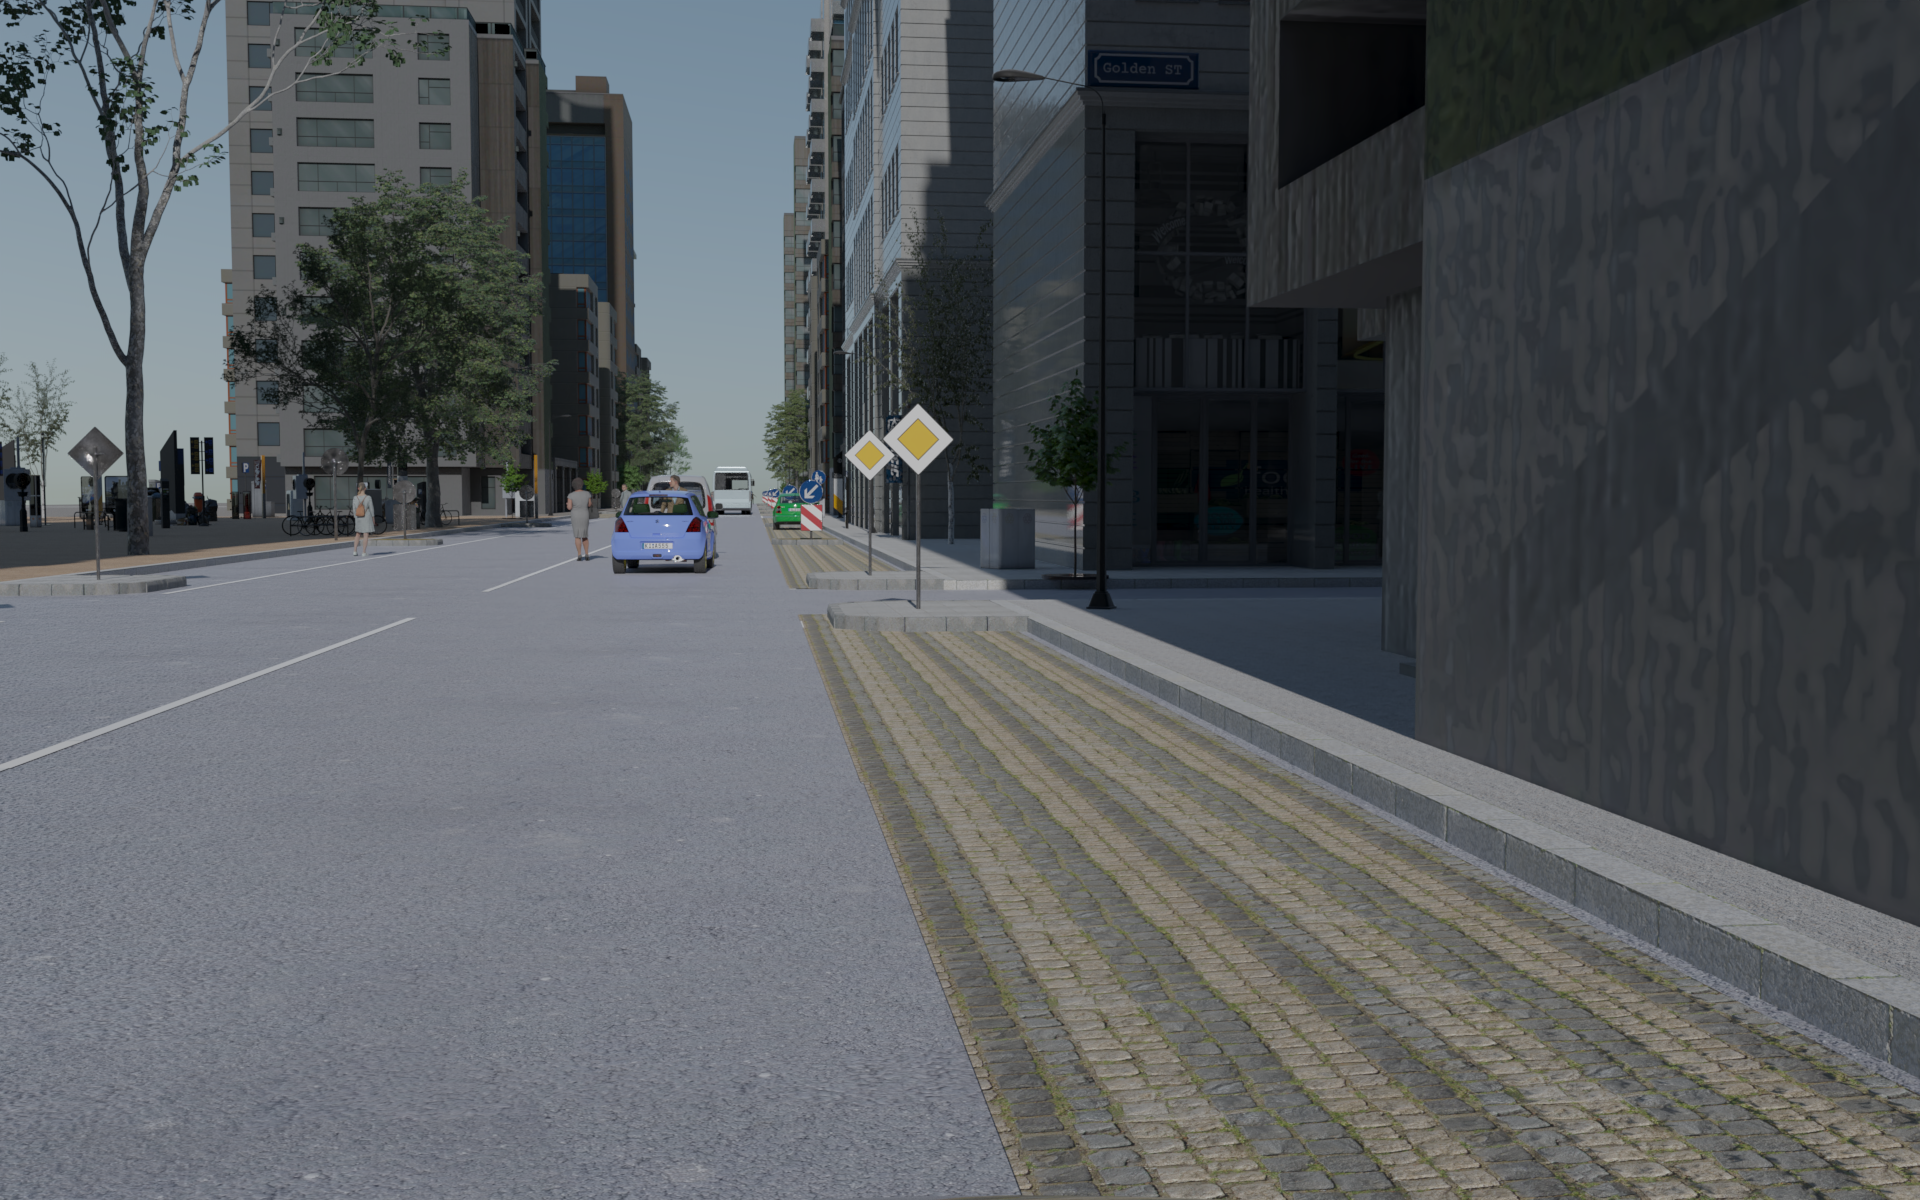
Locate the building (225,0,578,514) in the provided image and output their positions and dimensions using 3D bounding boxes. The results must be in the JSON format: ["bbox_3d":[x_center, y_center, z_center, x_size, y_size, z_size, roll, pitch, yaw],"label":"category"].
[{"bbox_3d":[-38.373,-41.857,122.614,20.563,71.187,20.611,0,4,-7],"label":"building"}]

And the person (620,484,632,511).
[{"bbox_3d":[-12.564,-3.448,64.969,0.635,1.810,0.391,2,4,34],"label":"person"}]

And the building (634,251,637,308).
[{"bbox_3d":[-57.426,-33.360,237.320,32.217,40.220,23.993,0,4,-7],"label":"building"}]

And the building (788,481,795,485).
[{"bbox_3d":[-7.251,-33.288,236.132,32.217,40.220,23.993,0,4,-7],"label":"building"}]

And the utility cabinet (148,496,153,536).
[{"bbox_3d":[-24.959,-2.552,52.892,0.306,1.237,1.020,-3,5,-40],"label":"utility cabinet"}]

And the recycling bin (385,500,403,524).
[{"bbox_3d":[-24.449,-3.824,75.068,0.722,1.027,0.722,0,4,0],"label":"recycling bin"}]

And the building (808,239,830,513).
[{"bbox_3d":[2.626,-17.651,133.627,27.650,21.520,28.899,0,4,-7],"label":"building"}]

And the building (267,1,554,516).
[{"bbox_3d":[-33.133,-20.476,106.483,14.160,30.474,14.107,0,4,-7],"label":"building"}]

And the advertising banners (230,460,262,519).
[{"bbox_3d":[-36.400,-5.635,88.320,2.074,3.025,0.090,1,4,20],"label":"advertising banners"}]

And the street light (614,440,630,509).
[{"bbox_3d":[-28.873,-10.715,147.736,1.470,5.913,1.316,0,4,-7],"label":"street light"}]

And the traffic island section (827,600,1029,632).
[{"bbox_3d":[-0.445,0.180,19.342,2.009,0.180,2.903,0,4,-7],"label":"traffic island section"}]

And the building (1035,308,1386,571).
[{"bbox_3d":[16.035,-15.760,35.175,29.804,29.767,11.434,0,4,-7],"label":"building"}]

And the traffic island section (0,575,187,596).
[{"bbox_3d":[-12.905,-0.221,25.902,2.009,0.180,2.903,0,4,-7],"label":"traffic island section"}]

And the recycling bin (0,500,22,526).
[{"bbox_3d":[-38.342,-3.511,69.953,0.722,1.027,0.722,3,4,37],"label":"recycling bin"}]

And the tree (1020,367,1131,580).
[{"bbox_3d":[1.871,-1.942,26.350,1.663,3.219,1.824,0,3,0],"label":"tree"}]

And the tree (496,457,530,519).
[{"bbox_3d":[-23.256,-5.831,89.937,1.663,3.219,1.824,0,3,0],"label":"tree"}]

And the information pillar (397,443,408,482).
[{"bbox_3d":[-25.323,-5.338,78.632,0.183,3.616,0.504,3,5,42],"label":"information pillar"}]

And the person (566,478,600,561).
[{"bbox_3d":[-8.084,-1.728,37.109,0.716,1.782,0.532,-2,4,-28],"label":"person"}]

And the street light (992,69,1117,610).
[{"bbox_3d":[1.046,-2.852,19.177,1.470,5.913,1.316,0,4,-7],"label":"street light"}]

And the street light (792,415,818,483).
[{"bbox_3d":[-8.962,-7.914,101.936,1.470,5.913,1.316,0,4,-7],"label":"street light"}]

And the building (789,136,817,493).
[{"bbox_3d":[-12.245,-31.669,201.387,14.154,41.232,14.086,0,4,-7],"label":"building"}]

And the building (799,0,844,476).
[{"bbox_3d":[-3.020,-33.196,162.365,23.786,49.044,30.456,0,4,-7],"label":"building"}]

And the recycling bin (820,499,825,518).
[{"bbox_3d":[-7.763,-5.027,94.742,0.722,1.027,0.722,0,4,-6],"label":"recycling bin"}]

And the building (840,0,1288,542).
[{"bbox_3d":[1.930,-17.509,63.766,11.434,29.767,29.804,0,4,-7],"label":"building"}]

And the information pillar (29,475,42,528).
[{"bbox_3d":[-35.438,-3.784,66.359,0.304,2.012,0.304,0,4,6],"label":"information pillar"}]

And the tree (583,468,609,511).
[{"bbox_3d":[-27.649,-8.441,132.617,1.663,3.219,1.824,0,3,0],"label":"tree"}]

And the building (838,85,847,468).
[{"bbox_3d":[1.362,-18.192,90.939,14.314,27.812,24.014,0,4,-7],"label":"building"}]

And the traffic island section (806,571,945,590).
[{"bbox_3d":[-1.395,-0.305,27.271,2.009,0.180,2.903,0,4,-7],"label":"traffic island section"}]

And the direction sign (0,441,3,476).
[{"bbox_3d":[-41.174,-5.022,74.101,0.379,3.537,0.876,0,4,-2],"label":"direction sign"}]

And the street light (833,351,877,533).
[{"bbox_3d":[-3.406,-5.129,56.396,1.470,5.913,1.316,0,4,-7],"label":"street light"}]

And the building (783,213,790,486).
[{"bbox_3d":[-18.775,-34.893,254.095,14.154,41.232,14.086,0,4,-7],"label":"building"}]

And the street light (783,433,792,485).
[{"bbox_3d":[-12.427,-9.707,131.257,1.470,5.913,1.316,0,4,-7],"label":"street light"}]

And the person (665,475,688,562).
[{"bbox_3d":[-6.071,-1.734,36.768,0.656,1.842,0.836,-2,4,-30],"label":"person"}]

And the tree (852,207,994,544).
[{"bbox_3d":[-0.368,-5.725,43.972,4.360,8.622,3.978,0,3,0],"label":"tree"}]

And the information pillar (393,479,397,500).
[{"bbox_3d":[-27.137,-4.831,83.486,0.304,2.012,0.304,-1,4,-10],"label":"information pillar"}]

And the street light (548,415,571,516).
[{"bbox_3d":[-23.532,-7.902,101.739,1.470,5.913,1.316,0,4,-7],"label":"street light"}]

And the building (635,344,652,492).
[{"bbox_3d":[-52.546,-22.434,211.830,27.650,21.520,28.899,0,4,-7],"label":"building"}]

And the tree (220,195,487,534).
[{"bbox_3d":[-19.220,-7.370,54.906,8.767,10.594,7.601,-1,4,-11],"label":"tree"}]

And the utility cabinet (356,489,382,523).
[{"bbox_3d":[-25.379,-4.020,74.400,0.318,1.500,1.173,2,4,29],"label":"utility cabinet"}]

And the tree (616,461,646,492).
[{"bbox_3d":[-32.191,-11.272,168.004,4.285,4.588,4.351,0,3,0],"label":"tree"}]

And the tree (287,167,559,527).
[{"bbox_3d":[-20.472,-9.782,66.583,9.857,13.997,8.962,0,3,0],"label":"tree"}]

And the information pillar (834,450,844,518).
[{"bbox_3d":[-6.503,-6.203,92.776,0.504,3.616,0.183,0,4,6],"label":"information pillar"}]

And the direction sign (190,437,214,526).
[{"bbox_3d":[-30.093,-4.699,68.820,0.876,3.537,0.379,-1,4,-8],"label":"direction sign"}]

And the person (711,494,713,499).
[{"bbox_3d":[-26.495,-10.607,185.163,0.421,1.427,0.697,0,4,-7],"label":"person"}]

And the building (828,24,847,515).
[{"bbox_3d":[-1.491,-20.767,111.247,14.160,30.474,14.107,0,4,-7],"label":"building"}]

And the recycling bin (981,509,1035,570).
[{"bbox_3d":[0.824,-1.058,29.859,0.722,1.027,0.722,-2,4,-28],"label":"recycling bin"}]

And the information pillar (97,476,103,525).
[{"bbox_3d":[-35.778,-4.925,71.881,0.183,3.616,0.504,0,4,1],"label":"information pillar"}]

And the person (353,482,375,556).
[{"bbox_3d":[-13.761,-1.859,39.900,0.512,1.701,0.522,0,4,-7],"label":"person"}]

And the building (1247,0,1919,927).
[{"bbox_3d":[9.094,-14.637,11.020,14.160,30.474,14.107,0,4,-7],"label":"building"}]

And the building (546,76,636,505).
[{"bbox_3d":[-43.126,-32.995,189.586,14.600,45.320,14.200,0,4,-7],"label":"building"}]

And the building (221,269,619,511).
[{"bbox_3d":[-44.629,-18.599,149.132,27.650,21.520,28.899,0,4,-7],"label":"building"}]

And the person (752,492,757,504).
[{"bbox_3d":[-28.964,-14.227,241.825,1.217,1.735,0.721,1,4,10],"label":"person"}]

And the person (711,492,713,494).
[{"bbox_3d":[-34.343,-14.158,240.518,0.617,1.759,0.750,2,4,35],"label":"person"}]

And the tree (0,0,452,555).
[{"bbox_3d":[-17.514,-11.105,37.464,12.611,20.169,13.585,0,3,0],"label":"tree"}]
